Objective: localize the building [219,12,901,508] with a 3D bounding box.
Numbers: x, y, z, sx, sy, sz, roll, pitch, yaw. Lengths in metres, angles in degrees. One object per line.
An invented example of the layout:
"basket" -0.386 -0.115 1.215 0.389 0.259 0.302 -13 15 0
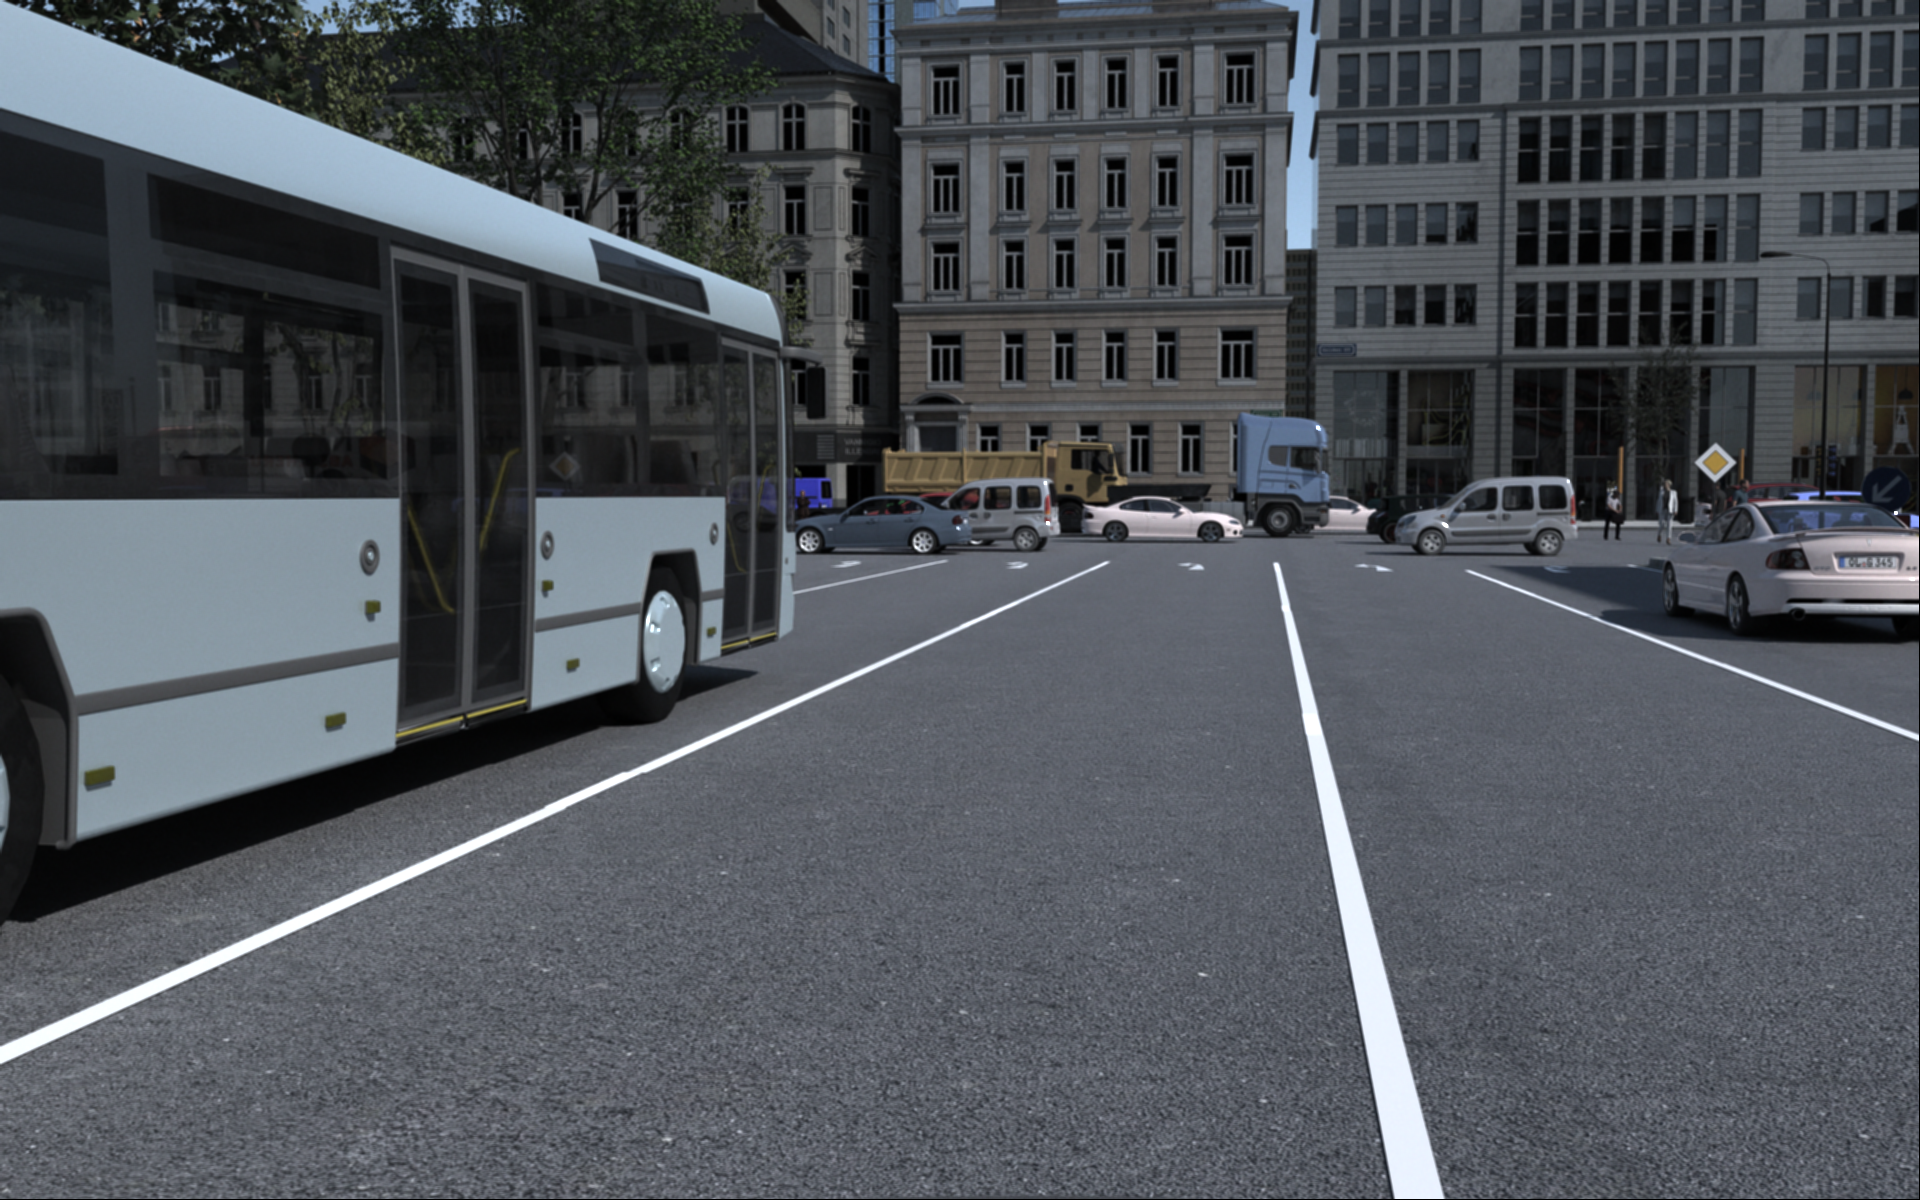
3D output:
"building" -23.924 -19.767 99.613 44.131 29.872 17.030 1 4 10

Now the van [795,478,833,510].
"van" -7.518 -3.778 66.162 5.245 2.365 2.240 1 4 11

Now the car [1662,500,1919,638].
"car" 8.973 -0.387 18.695 2.083 1.381 4.827 1 4 9

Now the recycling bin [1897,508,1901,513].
"recycling bin" 37.728 -3.526 70.204 0.722 1.027 0.722 2 4 26

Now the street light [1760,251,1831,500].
"street light" 15.984 -3.708 33.166 1.470 5.913 1.316 1 4 10

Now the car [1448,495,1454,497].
"car" 15.782 -2.679 55.811 2.014 1.417 4.499 1 4 9

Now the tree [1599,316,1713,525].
"tree" 28.628 -7.386 71.128 4.360 8.622 3.978 0 3 0

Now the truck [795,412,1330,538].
"truck" 3.730 -4.238 59.056 18.799 4.110 2.967 1 4 11

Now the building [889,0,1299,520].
"building" 7.489 -18.719 91.964 20.117 28.700 13.634 1 4 10

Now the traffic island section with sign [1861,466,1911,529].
"traffic island section with sign" 13.185 -1.026 25.401 1.989 1.847 2.006 1 4 10

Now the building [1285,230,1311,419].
"building" 45.630 -34.607 257.703 23.993 40.220 32.217 1 4 10

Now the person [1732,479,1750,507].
"person" 19.414 -2.102 42.988 0.598 1.807 0.434 -2 4 -28

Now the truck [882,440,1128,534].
"truck" 2.141 -4.177 64.211 9.791 3.379 3.469 1 4 12

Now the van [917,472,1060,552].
"van" 0.459 -2.252 43.839 4.112 2.044 2.013 1 4 12

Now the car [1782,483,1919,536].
"car" 21.125 -1.919 40.970 3.694 1.707 1.945 1 4 11

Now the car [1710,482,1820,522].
"car" 28.009 -3.017 58.001 5.304 1.827 2.281 1 4 9

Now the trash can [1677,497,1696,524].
"trash can" 31.197 -3.838 74.398 0.748 1.137 0.748 0 3 0

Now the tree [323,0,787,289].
"tree" -6.673 -6.085 27.697 9.928 11.665 9.643 0 3 0

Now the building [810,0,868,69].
"building" -21.105 -45.084 175.367 20.611 71.187 20.563 1 4 10

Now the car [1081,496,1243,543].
"car" 6.037 -2.414 51.837 4.827 1.381 2.083 1 4 8

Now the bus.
"bus" -3.579 -0.820 8.275 2.948 3.499 13.247 1 4 11

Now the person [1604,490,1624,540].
"person" 20.451 -2.655 54.128 0.614 1.554 0.590 -1 4 -22

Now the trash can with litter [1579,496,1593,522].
"trash can with litter" 29.138 -4.240 80.705 0.624 1.170 1.055 1 4 18

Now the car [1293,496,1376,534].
"car" 13.612 -3.043 62.120 4.827 1.381 2.083 1 4 8

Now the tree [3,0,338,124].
"tree" -9.574 -5.595 10.939 9.611 12.733 9.660 0 3 0

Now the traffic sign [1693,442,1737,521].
"traffic sign" 14.564 -1.824 33.460 0.795 2.450 0.064 1 4 10

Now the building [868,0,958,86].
"building" -12.310 -57.991 260.824 31.000 86.520 22.319 1 4 10

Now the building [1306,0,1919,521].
"building" 32.809 -18.925 86.915 29.804 29.767 11.434 1 4 10

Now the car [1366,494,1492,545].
"car" 13.852 -2.449 49.821 4.222 1.686 2.009 1 4 9

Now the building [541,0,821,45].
"building" -24.964 -32.201 150.187 21.300 48.544 21.600 1 4 10

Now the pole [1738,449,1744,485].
"pole" 35.056 -5.134 77.781 0.158 3.312 0.155 0 3 0

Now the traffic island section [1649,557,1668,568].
"traffic island section" 14.589 -0.688 33.533 2.009 0.180 2.903 1 4 10

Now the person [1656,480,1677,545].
"person" 20.139 -2.509 49.400 0.514 1.842 0.818 1 4 8

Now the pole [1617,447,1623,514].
"pole" 28.576 -4.965 75.013 0.158 3.312 0.155 0 3 0

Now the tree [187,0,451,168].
"tree" -7.708 -4.136 20.438 4.737 8.622 4.395 0 3 0

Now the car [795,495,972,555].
"car" -1.969 -1.819 41.737 4.499 1.417 2.014 1 4 9

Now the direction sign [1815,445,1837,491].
"direction sign" 40.164 -5.407 80.405 0.876 3.537 0.379 1 4 16

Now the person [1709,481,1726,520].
"person" 20.628 -2.361 47.237 0.598 1.807 0.434 -2 4 -28

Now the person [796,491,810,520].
"person" -5.226 -2.888 57.988 0.482 1.546 0.388 -2 4 -30

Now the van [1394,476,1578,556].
"van" 12.369 -2.072 40.882 4.112 2.044 2.013 0 4 8

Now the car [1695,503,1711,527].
"car" 29.243 -3.085 62.803 4.827 1.381 2.083 1 4 11

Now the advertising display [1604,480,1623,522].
"advertising display" 30.142 -4.567 79.880 0.974 1.923 0.123 -2 4 -24

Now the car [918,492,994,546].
"car" -0.838 -2.408 48.408 4.494 1.783 2.155 1 4 10

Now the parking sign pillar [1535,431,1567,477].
"parking sign pillar" 25.235 -5.234 74.050 1.447 3.967 1.447 -1 4 -20

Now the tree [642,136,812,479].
"tree" -4.775 -5.026 34.989 4.737 8.622 4.395 0 3 0

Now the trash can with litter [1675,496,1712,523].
"trash can with litter" 33.378 -4.085 77.839 2.233 1.210 1.678 3 5 42
